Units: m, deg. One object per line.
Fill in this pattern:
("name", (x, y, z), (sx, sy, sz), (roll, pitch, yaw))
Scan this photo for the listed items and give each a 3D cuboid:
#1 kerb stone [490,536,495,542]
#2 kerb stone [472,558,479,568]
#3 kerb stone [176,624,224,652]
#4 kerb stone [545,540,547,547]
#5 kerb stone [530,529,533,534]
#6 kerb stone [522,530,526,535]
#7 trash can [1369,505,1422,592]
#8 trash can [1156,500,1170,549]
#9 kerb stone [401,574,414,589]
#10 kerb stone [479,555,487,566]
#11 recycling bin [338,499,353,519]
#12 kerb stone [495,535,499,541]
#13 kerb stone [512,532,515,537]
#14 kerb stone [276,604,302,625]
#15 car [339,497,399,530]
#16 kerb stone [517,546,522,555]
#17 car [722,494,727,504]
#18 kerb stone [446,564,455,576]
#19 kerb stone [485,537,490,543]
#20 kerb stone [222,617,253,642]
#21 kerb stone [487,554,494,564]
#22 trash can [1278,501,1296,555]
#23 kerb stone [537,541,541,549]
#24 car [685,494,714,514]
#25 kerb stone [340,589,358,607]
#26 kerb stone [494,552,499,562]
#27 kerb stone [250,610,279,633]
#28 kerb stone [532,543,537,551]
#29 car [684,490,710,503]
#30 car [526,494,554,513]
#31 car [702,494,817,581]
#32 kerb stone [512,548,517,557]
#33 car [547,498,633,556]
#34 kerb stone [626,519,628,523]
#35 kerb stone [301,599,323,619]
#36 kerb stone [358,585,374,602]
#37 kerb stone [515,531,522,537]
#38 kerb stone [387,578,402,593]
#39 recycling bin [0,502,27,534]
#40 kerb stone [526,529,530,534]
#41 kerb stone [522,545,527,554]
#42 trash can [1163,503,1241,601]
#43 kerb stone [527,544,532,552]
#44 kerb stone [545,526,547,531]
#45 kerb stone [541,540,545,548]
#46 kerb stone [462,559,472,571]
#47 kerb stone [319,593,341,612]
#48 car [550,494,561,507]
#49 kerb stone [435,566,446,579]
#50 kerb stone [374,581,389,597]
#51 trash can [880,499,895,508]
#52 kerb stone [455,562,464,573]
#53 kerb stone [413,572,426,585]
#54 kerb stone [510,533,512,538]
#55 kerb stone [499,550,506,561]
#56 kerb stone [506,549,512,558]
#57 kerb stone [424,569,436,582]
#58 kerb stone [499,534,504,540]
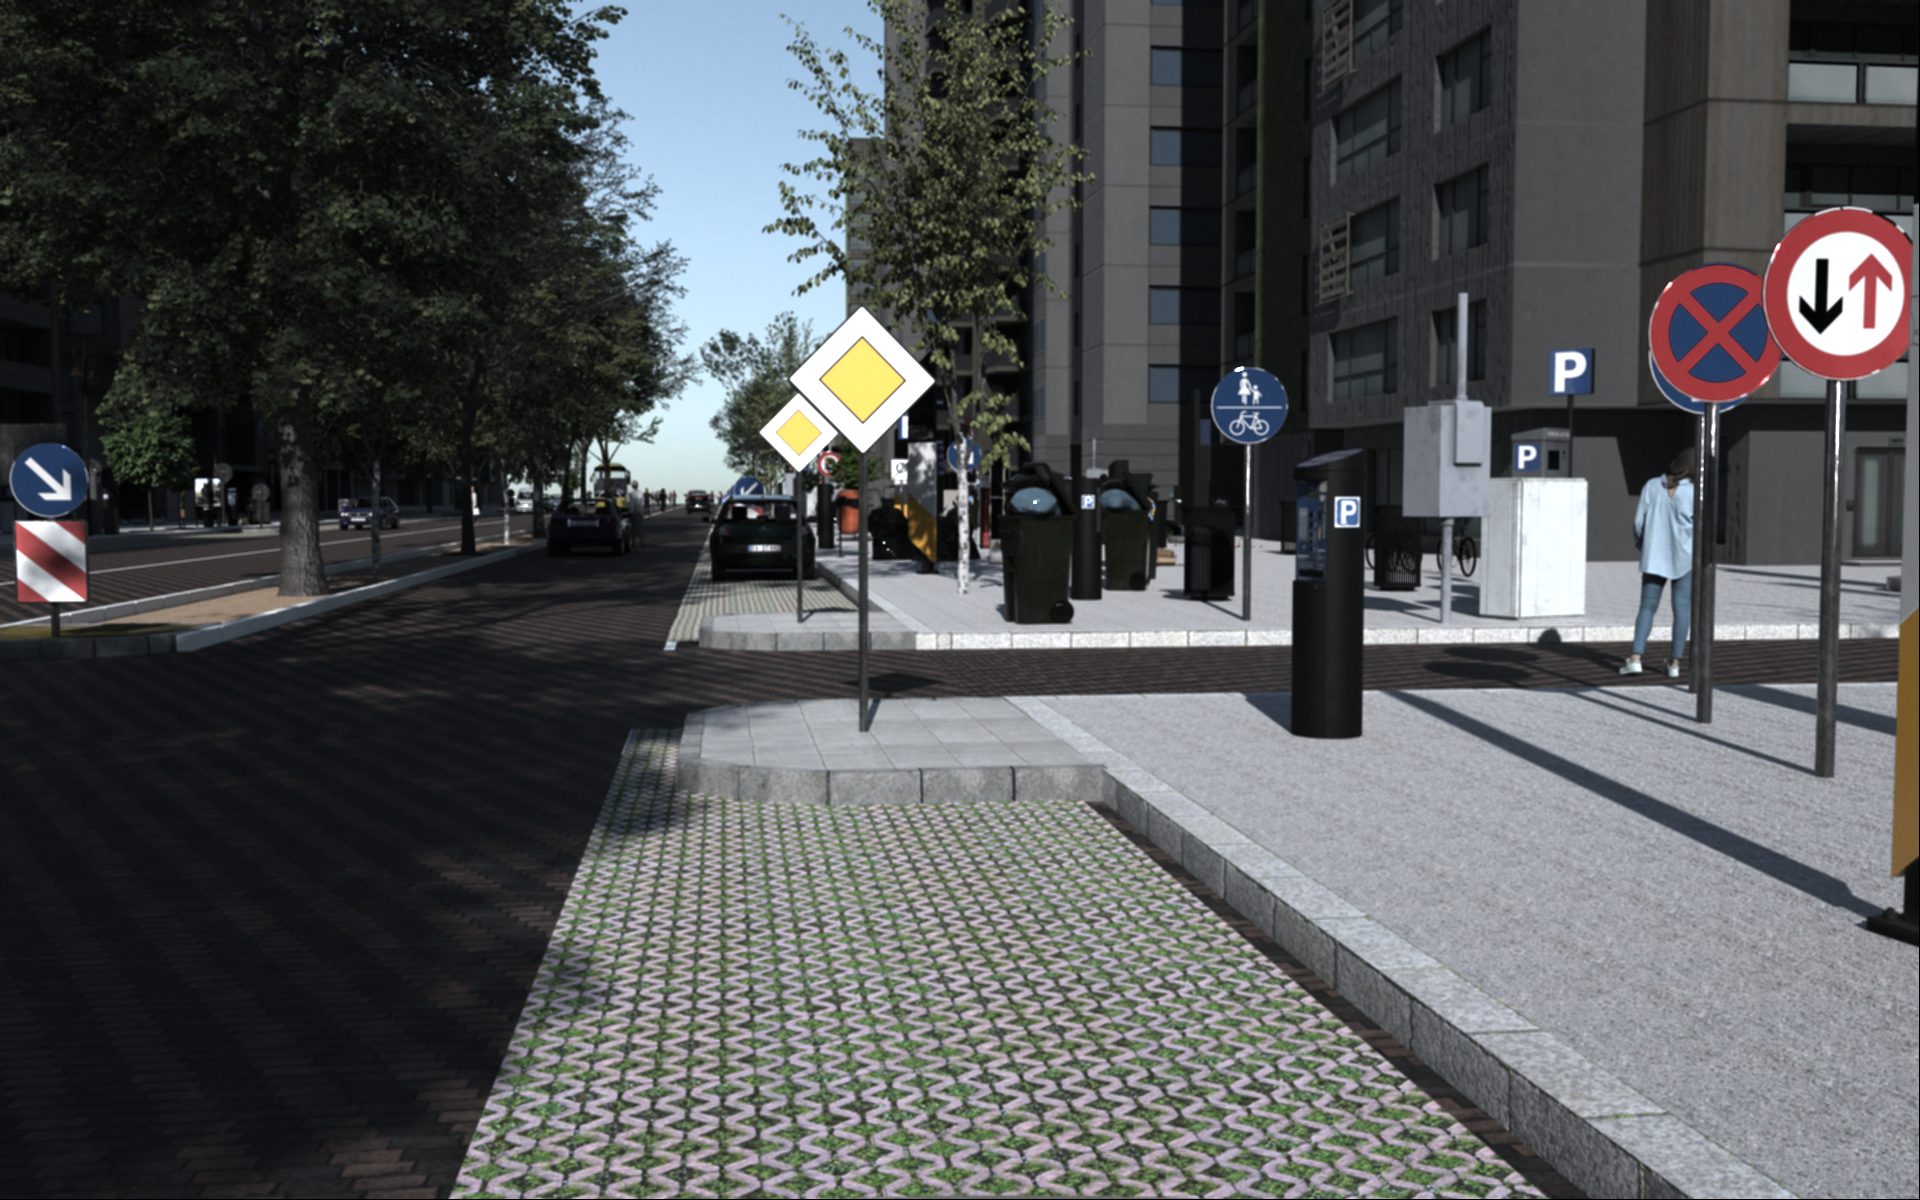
("kerb stone", (-14.044, -1.793, 51.514), (0.120, 0.150, 1.000), (0, 4, -8))
("kerb stone", (-9.482, -0.692, 33.517), (0.120, 0.150, 1.000), (0, 4, -8))
("kerb stone", (-7.132, 0.364, 16.244), (0.120, 0.150, 1.000), (0, 4, -8))
("kerb stone", (-11.271, -1.500, 46.723), (0.120, 0.150, 1.000), (0, 4, -8))
("kerb stone", (-15.422, -2.414, 61.662), (0.120, 0.150, 1.000), (0, 4, -8))
("kerb stone", (-15.144, -2.285, 59.638), (0.120, 0.150, 1.000), (0, 4, -8))
("trash can", (5.801, -0.691, 22.951), (0.748, 1.137, 0.748), (0, 3, 0))
("trash can", (4.412, -1.704, 39.514), (0.748, 1.137, 0.748), (0, 3, 0))
("kerb stone", (-8.507, -0.257, 26.400), (0.120, 0.150, 1.000), (0, 4, -8))
("kerb stone", (-9.609, -0.754, 34.531), (0.120, 0.150, 1.000), (0, 4, -8))
("recycling bin", (-31.198, -4.631, 88.273), (0.722, 1.027, 0.722), (3, 5, 43))
("kerb stone", (-14.180, -1.855, 52.527), (0.120, 0.150, 1.000), (0, 4, -8))
("kerb stone", (-14.736, -2.104, 56.588), (0.120, 0.150, 1.000), (0, 4, -8))
("kerb stone", (-7.545, 0.178, 19.286), (0.120, 0.150, 1.000), (0, 4, -8))
("car", (-23.857, -3.509, 69.957), (1.945, 1.354, 3.894), (0, 4, -6))
("kerb stone", (-10.447, -1.120, 40.622), (0.120, 0.150, 1.000), (0, 4, -8))
("car", (-30.966, -13.619, 232.266), (1.945, 1.707, 3.694), (-1, 4, -9))
("kerb stone", (-9.065, -0.506, 30.474), (0.120, 0.150, 1.000), (0, 4, -8))
("kerb stone", (-13.898, -1.731, 50.489), (0.120, 0.150, 1.000), (0, 4, -8))
("kerb stone", (-7.267, 0.304, 17.257), (0.120, 0.150, 1.000), (0, 4, -8))
("kerb stone", (-9.753, -0.811, 35.544), (0.120, 0.150, 1.000), (0, 4, -8))
("trash can", (7.103, -1.528, 36.643), (0.748, 1.137, 0.748), (0, 3, 0))
("kerb stone", (-11.000, -1.374, 44.692), (0.120, 0.150, 1.000), (0, 4, -8))
("car", (-18.534, -6.929, 123.079), (2.009, 1.686, 4.222), (0, 4, -6))
("kerb stone", (-7.960, -0.008, 22.333), (0.120, 0.150, 1.000), (0, 4, -8))
("kerb stone", (-9.903, -0.879, 36.559), (0.120, 0.150, 1.000), (0, 4, -8))
("kerb stone", (-7.406, 0.243, 18.274), (0.120, 0.150, 1.000), (0, 4, -8))
("kerb stone", (-10.859, -1.314, 43.672), (0.120, 0.150, 1.000), (0, 4, -8))
("car", (-23.323, -8.868, 153.656), (2.281, 1.827, 5.304), (-1, 4, -9))
("car", (-32.847, -7.746, 135.437), (1.959, 1.807, 4.718), (0, 4, -7))
("car", (-3.441, -1.229, 29.883), (2.009, 1.686, 4.222), (0, 4, -8))
("kerb stone", (-10.310, -1.065, 39.602), (0.120, 0.150, 1.000), (0, 4, -8))
("car", (-8.820, -1.761, 41.373), (1.945, 1.354, 3.894), (0, 4, -7))
("kerb stone", (-17.066, -4.109, 89.376), (0.120, 0.150, 1.000), (0, 4, -8))
("kerb stone", (-7.677, 0.120, 20.300), (0.120, 0.150, 1.000), (0, 4, -8))
("kerb stone", (-8.096, -0.071, 23.361), (0.120, 0.150, 1.000), (0, 4, -8))
("kerb stone", (-15.014, -2.228, 58.620), (0.120, 0.150, 1.000), (0, 4, -8))
("kerb stone", (-8.366, -0.195, 25.387), (0.120, 0.150, 1.000), (0, 4, -8))
("recycling bin", (-30.436, -2.640, 55.720), (0.722, 1.027, 0.722), (-2, 4, -30))
("kerb stone", (-15.279, -2.352, 60.651), (0.120, 0.150, 1.000), (0, 4, -8))
("kerb stone", (-10.579, -1.189, 41.639), (0.120, 0.150, 1.000), (0, 4, -8))
("trash can", (3.007, -0.564, 20.881), (0.748, 1.137, 0.748), (0, 3, 0))
("kerb stone", (-10.721, -1.252, 42.659), (0.120, 0.150, 1.000), (0, 4, -8))
("kerb stone", (-16.529, -2.904, 69.793), (0.120, 0.150, 1.000), (0, 4, -8))
("kerb stone", (-11.132, -1.436, 45.705), (0.120, 0.150, 1.000), (0, 4, -8))
("kerb stone", (-9.344, -0.631, 32.504), (0.120, 0.150, 1.000), (0, 4, -8))
("kerb stone", (-7.819, 0.055, 21.320), (0.120, 0.150, 1.000), (0, 4, -8))
("car", (-40.969, -10.027, 175.949), (2.014, 1.417, 4.499), (0, 4, -7))
("kerb stone", (-8.924, -0.444, 29.456), (0.120, 0.150, 1.000), (0, 4, -8))
("kerb stone", (-8.233, -0.128, 24.374), (0.120, 0.150, 1.000), (0, 4, -8))
("trash can", (-2.191, -2.666, 55.235), (0.748, 1.137, 0.748), (0, 3, 0))
("kerb stone", (-9.203, -0.562, 31.492), (0.120, 0.150, 1.000), (0, 4, -8))
("kerb stone", (-8.649, -0.319, 27.421), (0.120, 0.150, 1.000), (0, 4, -8))
("kerb stone", (-14.591, -2.041, 55.570), (0.120, 0.150, 1.000), (0, 4, -8))
("kerb stone", (-10.022, -0.941, 37.574), (0.120, 0.150, 1.000), (0, 4, -8))
("kerb stone", (-10.163, -1.003, 38.591), (0.120, 0.150, 1.000), (0, 4, -8))
("kerb stone", (-8.788, -0.382, 28.440), (0.120, 0.150, 1.000), (0, 4, -8))
("kerb stone", (-14.314, -1.914, 53.540), (0.120, 0.150, 1.000), (0, 4, -8))
